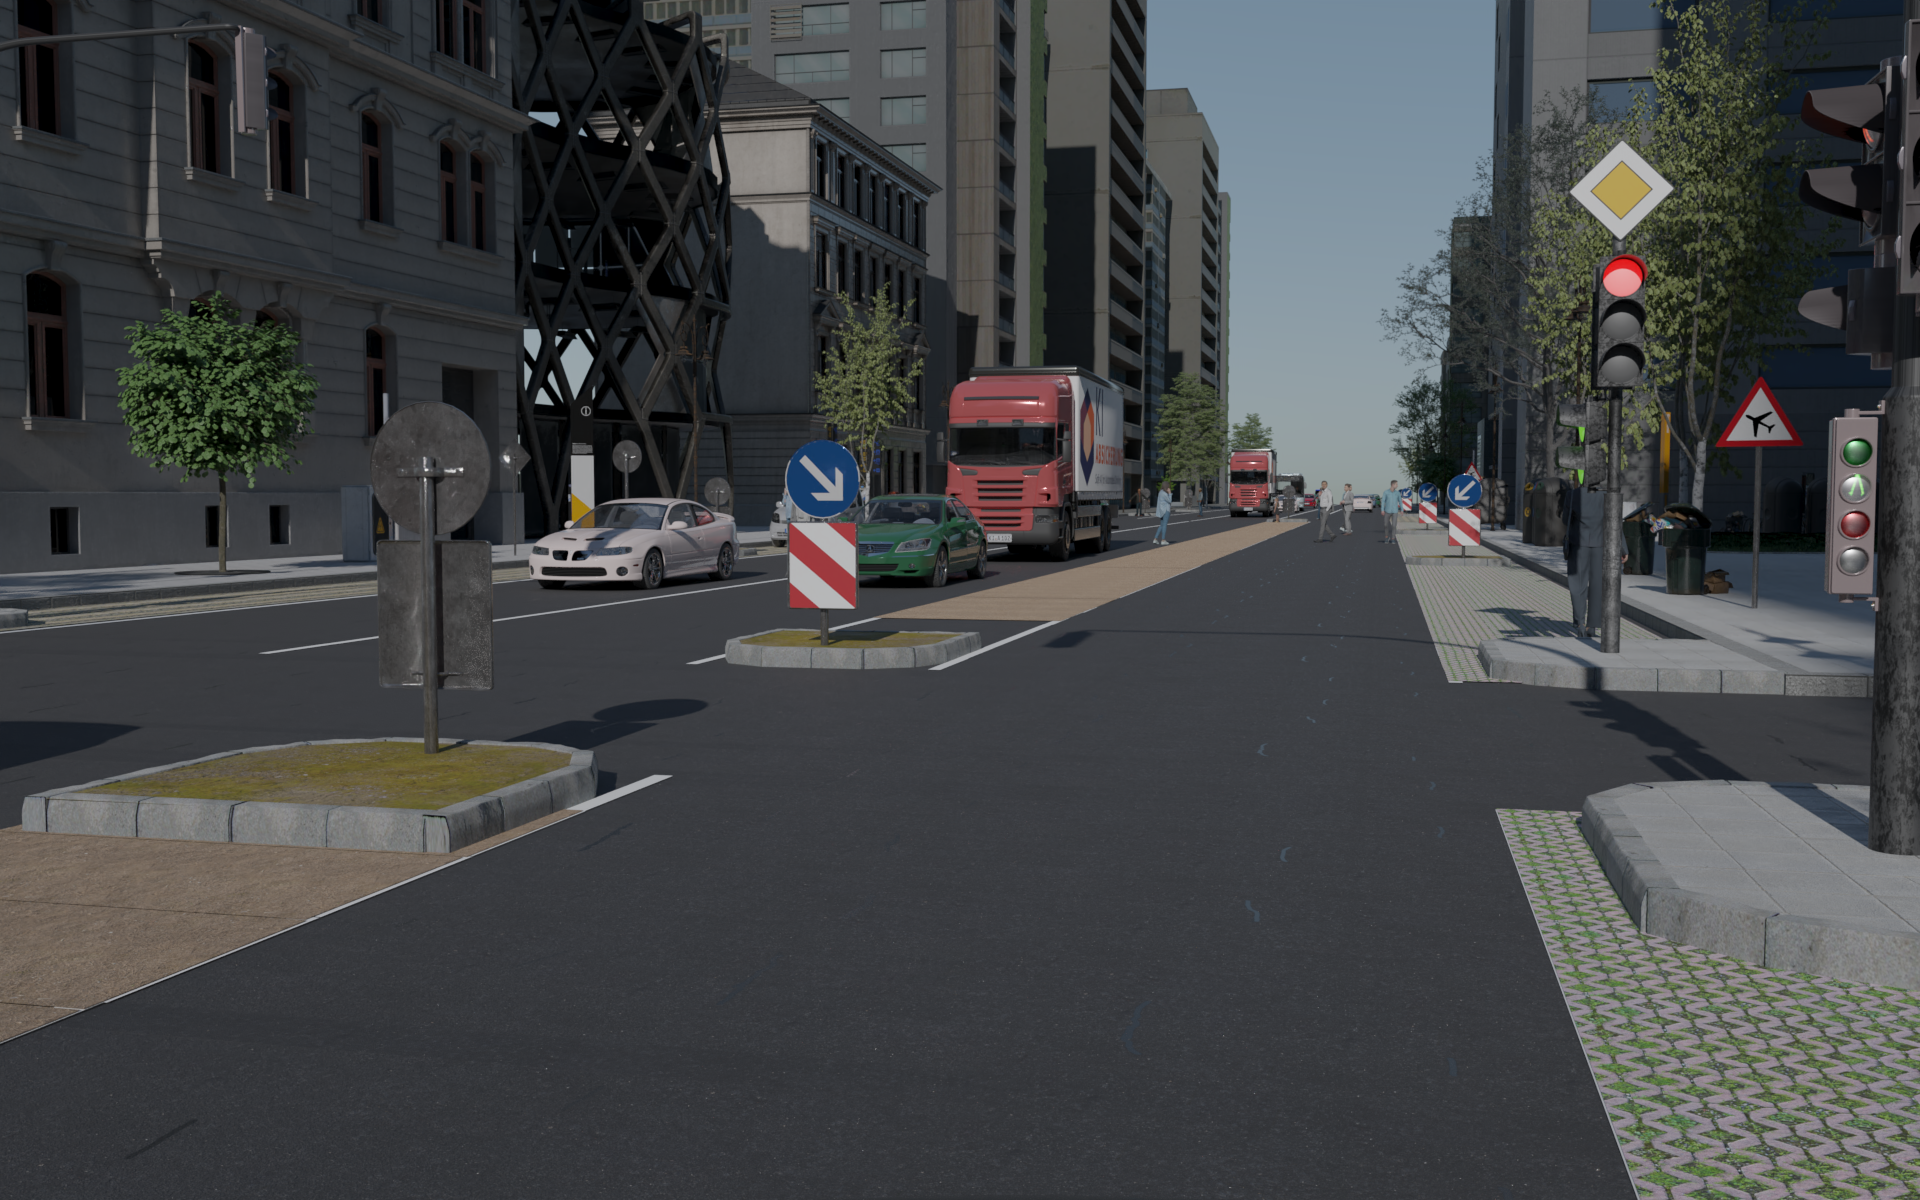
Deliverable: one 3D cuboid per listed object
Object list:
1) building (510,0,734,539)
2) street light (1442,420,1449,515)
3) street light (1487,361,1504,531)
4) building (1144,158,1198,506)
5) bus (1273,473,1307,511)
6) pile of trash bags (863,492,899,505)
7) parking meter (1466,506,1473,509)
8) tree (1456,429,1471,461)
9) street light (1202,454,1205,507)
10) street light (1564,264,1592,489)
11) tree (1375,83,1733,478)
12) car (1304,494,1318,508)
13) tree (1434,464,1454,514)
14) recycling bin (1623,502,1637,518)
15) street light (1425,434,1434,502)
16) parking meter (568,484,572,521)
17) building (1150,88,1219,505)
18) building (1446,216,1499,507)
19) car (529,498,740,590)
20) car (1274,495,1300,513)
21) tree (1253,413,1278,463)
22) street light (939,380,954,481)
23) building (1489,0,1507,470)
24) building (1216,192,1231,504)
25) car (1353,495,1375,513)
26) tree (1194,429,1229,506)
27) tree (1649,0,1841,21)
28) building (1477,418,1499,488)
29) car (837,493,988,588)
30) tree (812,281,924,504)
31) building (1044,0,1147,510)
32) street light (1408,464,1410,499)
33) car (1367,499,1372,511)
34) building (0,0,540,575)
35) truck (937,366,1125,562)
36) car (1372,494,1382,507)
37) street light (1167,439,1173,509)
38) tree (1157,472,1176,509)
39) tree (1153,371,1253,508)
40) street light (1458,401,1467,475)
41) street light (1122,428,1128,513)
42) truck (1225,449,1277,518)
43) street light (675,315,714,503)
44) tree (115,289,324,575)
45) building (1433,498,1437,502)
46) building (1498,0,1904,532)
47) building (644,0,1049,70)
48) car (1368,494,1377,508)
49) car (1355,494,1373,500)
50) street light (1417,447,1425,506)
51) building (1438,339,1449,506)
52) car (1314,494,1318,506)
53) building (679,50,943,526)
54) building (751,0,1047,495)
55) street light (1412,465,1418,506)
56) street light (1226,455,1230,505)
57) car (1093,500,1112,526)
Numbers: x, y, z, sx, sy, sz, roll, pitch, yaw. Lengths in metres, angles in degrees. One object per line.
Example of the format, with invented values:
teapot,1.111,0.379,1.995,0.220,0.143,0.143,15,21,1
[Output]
building,-16.091,-11.448,54.635,16.820,18.784,16.811,1,4,14
street light,30.304,-8.285,108.239,0.468,5.910,1.993,1,4,14
street light,18.550,-5.343,60.139,0.468,5.910,1.993,1,4,14
building,9.659,-30.575,191.775,32.217,40.220,23.993,1,4,14
bus,27.983,-9.318,147.215,2.948,3.499,13.247,1,4,12
pile of trash bags,-3.207,-3.467,66.444,1.912,1.369,3.447,2,4,25
parking meter,20.021,-3.658,68.214,0.372,1.533,0.369,0,3,0
tree,14.550,-5.441,39.317,4.737,8.622,4.395,0,3,0
street light,24.521,-12.314,174.113,0.468,5.910,1.993,1,4,14
street light,12.291,-3.771,34.449,0.468,5.910,1.993,1,4,14
tree,17.736,-8.629,51.448,12.009,13.543,11.850,0,3,0
car,34.828,-10.069,173.668,2.155,1.783,4.494,1,4,13
tree,31.271,-7.126,111.110,1.663,3.219,1.824,0,3,0
recycling bin,21.488,-2.677,56.323,0.722,1.027,0.722,-1,4,-8
street light,36.463,-9.870,134.155,0.468,5.910,1.993,1,4,14
parking meter,-9.304,-2.056,42.019,0.372,1.533,0.369,0,3,0
building,19.912,-36.013,212.519,21.300,48.544,21.600,1,4,14
building,58.159,-25.001,180.467,14.160,30.474,14.107,1,4,14
car,-5.086,-0.933,27.614,2.083,1.381,4.827,1,4,15
car,25.160,-7.407,133.467,2.083,1.381,4.827,1,4,14
tree,40.537,-19.789,241.675,7.486,12.596,7.792,0,3,0
street light,-0.475,-5.976,70.495,0.468,5.910,1.993,1,4,14
building,48.283,-31.775,108.757,28.713,52.752,27.495,1,4,14
building,28.045,-33.390,229.523,14.154,41.232,14.086,1,4,14
car,31.199,-7.491,134.832,2.083,1.381,4.827,1,4,14
tree,25.741,-14.047,180.024,4.360,8.622,3.978,0,3,0
tree,10.266,-4.512,24.141,4.737,8.622,4.395,0,3,0
building,54.071,-50.417,136.988,22.319,86.520,31.000,1,4,14
car,-0.798,-1.003,28.198,2.131,1.459,4.920,1,4,13
tree,-3.272,-6.750,60.724,4.737,8.622,4.395,0,3,0
building,3.270,-31.733,142.537,21.300,48.544,21.600,1,4,14
street light,56.300,-14.847,215.530,0.468,5.910,1.993,1,4,14
car,33.724,-8.183,146.151,2.083,1.381,4.827,1,4,13
building,-19.837,-15.099,34.253,14.401,28.519,23.554,1,4,14
truck,1.887,-3.141,40.268,2.839,4.237,11.283,1,4,12
car,44.910,-10.801,188.386,2.131,1.459,4.920,1,4,15
street light,17.606,-10.531,144.973,0.468,5.910,1.993,1,4,14
tree,18.278,-9.706,153.292,1.663,3.219,1.824,0,3,0
tree,21.466,-14.834,160.660,7.486,12.596,7.792,0,3,0
street light,24.835,-6.914,85.824,0.468,5.910,1.993,1,4,14
street light,11.243,-8.941,118.977,0.468,5.910,1.993,1,4,14
truck,18.479,-7.356,109.182,2.839,4.237,11.283,1,4,13
street light,-6.849,-4.406,44.833,0.468,5.910,1.993,1,4,14
tree,-11.897,-2.695,27.771,4.285,4.588,4.351,0,3,0
building,78.069,-32.621,225.241,32.217,40.220,23.993,1,4,14
building,32.948,-32.239,69.105,21.231,58.520,28.212,1,4,14
building,-8.102,-26.296,121.825,32.217,40.220,23.993,1,4,14
car,42.026,-10.196,178.712,2.014,1.417,4.499,1,4,12
car,36.271,-8.972,156.482,2.009,1.686,4.222,1,4,13
street light,42.792,-11.452,160.034,0.468,5.910,1.993,1,4,14
building,70.159,-21.705,199.923,27.650,21.520,28.899,1,4,14
car,42.583,-12.345,210.638,1.959,1.807,4.718,1,4,15
building,-8.239,-13.021,77.526,10.561,19.102,19.286,1,4,14
building,-3.164,-25.473,100.084,14.154,41.232,14.086,1,4,14
street light,49.977,-13.239,189.240,0.468,5.910,1.993,1,4,14
street light,30.898,-13.884,199.784,0.468,5.910,1.993,1,4,14
car,4.955,-3.545,69.756,2.131,1.459,4.920,1,4,15
